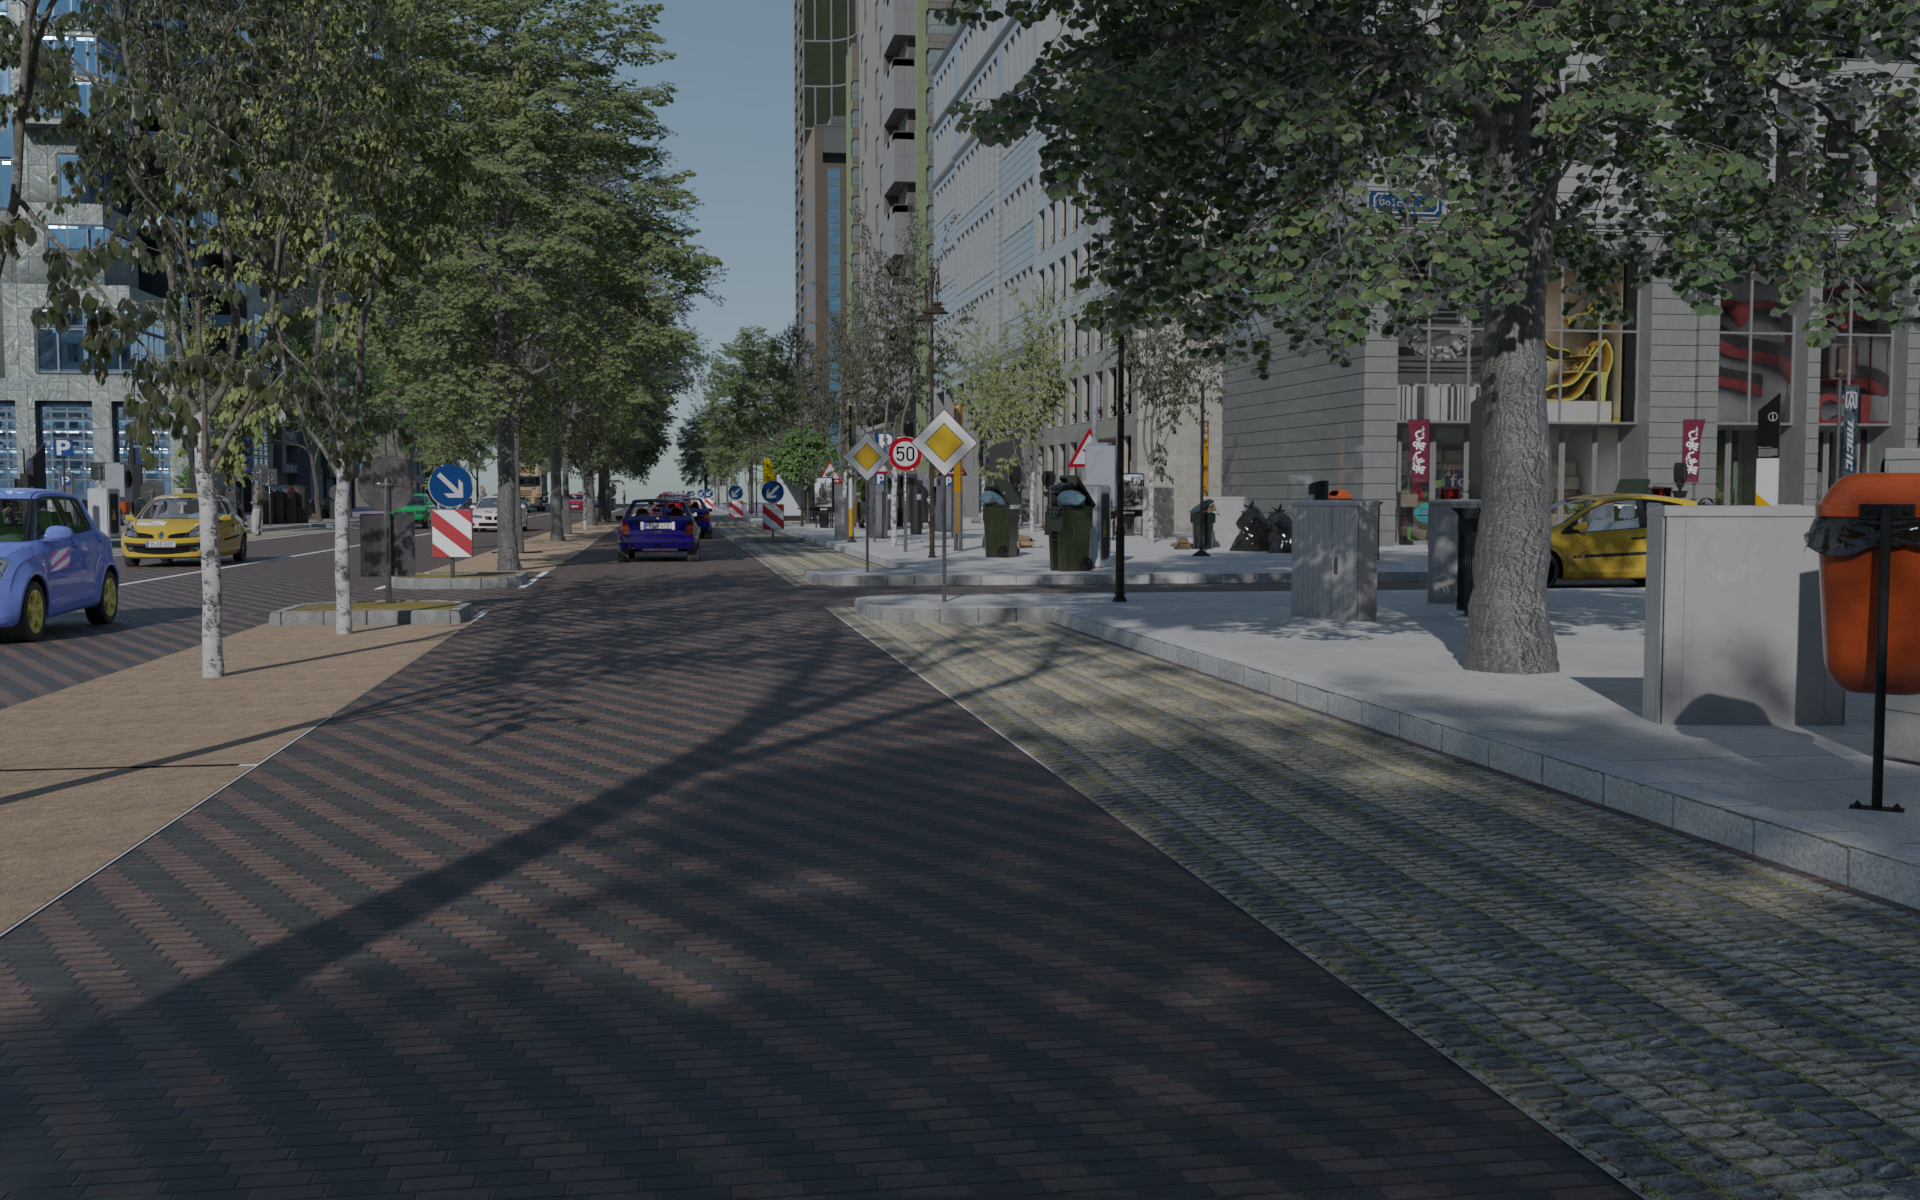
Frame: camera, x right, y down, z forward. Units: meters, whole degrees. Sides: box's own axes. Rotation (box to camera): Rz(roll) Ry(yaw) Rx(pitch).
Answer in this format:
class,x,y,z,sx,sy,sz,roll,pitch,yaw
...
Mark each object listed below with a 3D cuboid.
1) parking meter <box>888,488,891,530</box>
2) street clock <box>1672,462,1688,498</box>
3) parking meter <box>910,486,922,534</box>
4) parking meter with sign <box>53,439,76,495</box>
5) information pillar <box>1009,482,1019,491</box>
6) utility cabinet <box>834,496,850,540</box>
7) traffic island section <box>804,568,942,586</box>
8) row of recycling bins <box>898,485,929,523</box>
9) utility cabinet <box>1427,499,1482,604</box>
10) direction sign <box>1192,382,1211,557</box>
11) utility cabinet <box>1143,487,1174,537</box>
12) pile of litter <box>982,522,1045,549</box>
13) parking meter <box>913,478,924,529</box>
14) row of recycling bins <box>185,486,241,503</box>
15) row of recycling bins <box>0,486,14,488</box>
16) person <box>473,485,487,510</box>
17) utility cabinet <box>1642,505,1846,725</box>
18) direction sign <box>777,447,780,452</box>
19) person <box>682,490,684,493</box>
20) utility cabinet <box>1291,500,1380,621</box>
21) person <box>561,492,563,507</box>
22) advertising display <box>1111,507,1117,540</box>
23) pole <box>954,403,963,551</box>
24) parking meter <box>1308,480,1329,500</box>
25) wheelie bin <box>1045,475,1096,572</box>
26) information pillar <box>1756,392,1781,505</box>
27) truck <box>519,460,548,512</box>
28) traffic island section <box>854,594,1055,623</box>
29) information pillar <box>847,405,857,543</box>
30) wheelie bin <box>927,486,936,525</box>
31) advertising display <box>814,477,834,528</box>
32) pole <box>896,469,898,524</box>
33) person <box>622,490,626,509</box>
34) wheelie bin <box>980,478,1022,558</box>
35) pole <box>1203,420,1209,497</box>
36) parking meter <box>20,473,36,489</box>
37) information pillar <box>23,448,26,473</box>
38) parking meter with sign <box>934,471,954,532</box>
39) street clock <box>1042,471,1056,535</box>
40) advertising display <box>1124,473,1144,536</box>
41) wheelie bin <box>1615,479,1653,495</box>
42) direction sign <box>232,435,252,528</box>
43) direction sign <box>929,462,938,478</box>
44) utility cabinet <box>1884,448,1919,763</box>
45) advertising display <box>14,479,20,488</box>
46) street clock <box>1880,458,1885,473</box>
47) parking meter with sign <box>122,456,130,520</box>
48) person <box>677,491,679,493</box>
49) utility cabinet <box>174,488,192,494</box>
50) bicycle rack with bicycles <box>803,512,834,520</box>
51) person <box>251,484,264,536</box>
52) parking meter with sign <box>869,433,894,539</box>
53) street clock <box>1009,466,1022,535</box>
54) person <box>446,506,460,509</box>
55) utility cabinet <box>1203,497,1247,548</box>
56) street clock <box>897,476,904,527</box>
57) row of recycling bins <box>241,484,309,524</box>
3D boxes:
class,x,y,z,sx,sy,sz,roll,pitch,yaw
parking meter,-2.514,-3.237,61.334,0.372,1.533,0.369,0,3,0
street clock,16.504,-2.150,39.721,0.358,2.002,0.471,2,4,32
parking meter,-1.401,-2.860,55.179,0.372,1.533,0.369,0,3,0
parking meter with sign,-28.686,-3.636,55.701,0.543,3.016,1.738,-1,4,-20
information pillar,1.983,-3.613,63.568,0.304,2.012,0.304,-2,4,-25
utility cabinet,-3.313,-2.306,48.857,0.306,1.237,1.020,0,4,5
traffic island section,-1.503,-0.380,28.487,2.009,0.180,2.903,-1,4,-10
row of recycling bins,-2.460,-4.340,78.076,1.069,1.692,3.534,-2,4,-26
utility cabinet,6.024,-0.561,20.330,1.020,1.237,0.306,1,4,15
direction sign,4.981,-2.669,35.639,0.379,3.537,0.876,0,4,5
utility cabinet,5.868,-2.595,51.109,0.318,1.500,1.173,3,5,42
pile of litter,1.243,-1.664,41.168,1.719,0.858,1.176,-1,4,-23
parking meter,-1.525,-3.526,63.362,0.399,1.863,0.255,-1,4,-10
row of recycling bins,-38.182,-4.974,88.446,3.534,1.692,1.069,1,4,19
row of recycling bins,-50.582,-5.208,92.265,1.069,1.692,3.534,0,4,2
person,-20.356,-3.979,73.734,0.728,1.800,0.709,1,4,22
utility cabinet,4.408,0.087,9.734,1.020,1.237,0.306,0,4,3
direction sign,-8.535,-5.610,83.723,0.876,3.537,0.379,3,5,40
person,-30.605,-11.214,191.814,0.705,1.831,1.348,-2,4,-30
utility cabinet,3.856,-0.412,17.896,0.306,1.237,1.020,-2,4,-30
person,-44.012,-11.130,191.297,1.217,1.723,0.721,3,5,42
advertising display,3.980,-2.595,47.636,0.123,1.923,0.974,3,5,40
pole,-0.039,-2.759,38.953,0.158,3.312,0.155,0,3,0
parking meter,6.661,-1.456,32.220,0.372,1.533,0.369,0,3,0
wheelie bin,1.827,-1.279,28.815,0.693,1.594,0.980,-2,4,-24
information pillar,18.739,-2.984,40.143,0.504,3.616,0.183,3,4,38
truck,-35.548,-9.416,142.867,2.839,4.237,11.283,-1,4,-11
traffic island section,-0.168,0.102,20.614,2.009,0.180,2.903,-1,4,-10
information pillar,-2.849,-3.333,45.852,0.183,3.616,0.504,1,4,11
wheelie bin,-0.814,-3.715,68.641,0.980,1.594,0.693,-3,4,-37
advertising display,-5.120,-3.673,65.264,0.974,1.923,0.123,3,5,40
pole,-2.656,-4.777,71.944,0.158,3.312,0.155,0,3,0
person,-32.921,-9.854,169.702,0.705,1.814,1.350,0,4,0
wheelie bin,0.809,-1.662,35.079,0.693,1.594,0.980,2,4,26
pole,6.803,-3.312,47.998,0.158,3.312,0.155,0,3,0
parking meter,-26.368,-2.650,49.042,0.255,1.863,0.399,0,4,5
information pillar,-47.819,-5.945,88.557,0.183,3.616,0.504,-2,4,-30
parking meter with sign,-0.486,-3.818,58.686,0.543,3.016,1.738,-1,4,-20
street clock,2.764,-3.027,54.055,0.358,2.002,0.471,-2,4,-31
advertising display,5.155,-2.925,53.043,0.974,1.923,0.123,0,4,4
wheelie bin,13.941,-1.713,35.920,0.980,1.594,0.693,3,5,43
direction sign,-27.500,-4.549,66.377,0.876,3.537,0.379,1,4,16
direction sign,-1.129,-5.783,86.543,0.876,3.537,0.379,-2,4,-27
utility cabinet,5.042,0.019,8.360,1.173,1.500,0.318,-1,4,-16
advertising display,-40.257,-4.219,74.196,0.123,1.923,0.974,-1,4,-10
street clock,17.932,-1.760,33.349,0.358,2.002,0.471,0,4,0
parking meter with sign,-37.933,-5.022,78.366,1.738,3.016,0.543,2,4,26
person,-40.435,-14.664,248.243,1.348,1.826,0.705,3,5,40
utility cabinet,-28.613,-3.377,63.888,0.318,1.500,1.173,0,4,-8
bicycle rack with bicycles,-7.495,-4.538,87.573,2.925,0.926,2.852,-2,4,-32
person,-23.834,-3.036,58.687,0.362,1.759,0.519,1,4,10
parking meter with sign,-2.343,-3.298,50.189,0.543,3.016,1.738,-1,4,-14
street clock,1.404,-2.428,44.274,0.358,2.002,0.471,-1,4,-10
person,-13.111,-2.213,44.952,0.793,1.790,0.793,-3,5,-43
utility cabinet,6.387,-1.869,41.727,1.020,1.237,0.306,2,4,24
street clock,-2.353,-3.878,67.971,0.358,2.002,0.471,2,4,27
row of recycling bins,-29.417,-4.144,74.861,1.069,1.692,3.534,1,4,11
